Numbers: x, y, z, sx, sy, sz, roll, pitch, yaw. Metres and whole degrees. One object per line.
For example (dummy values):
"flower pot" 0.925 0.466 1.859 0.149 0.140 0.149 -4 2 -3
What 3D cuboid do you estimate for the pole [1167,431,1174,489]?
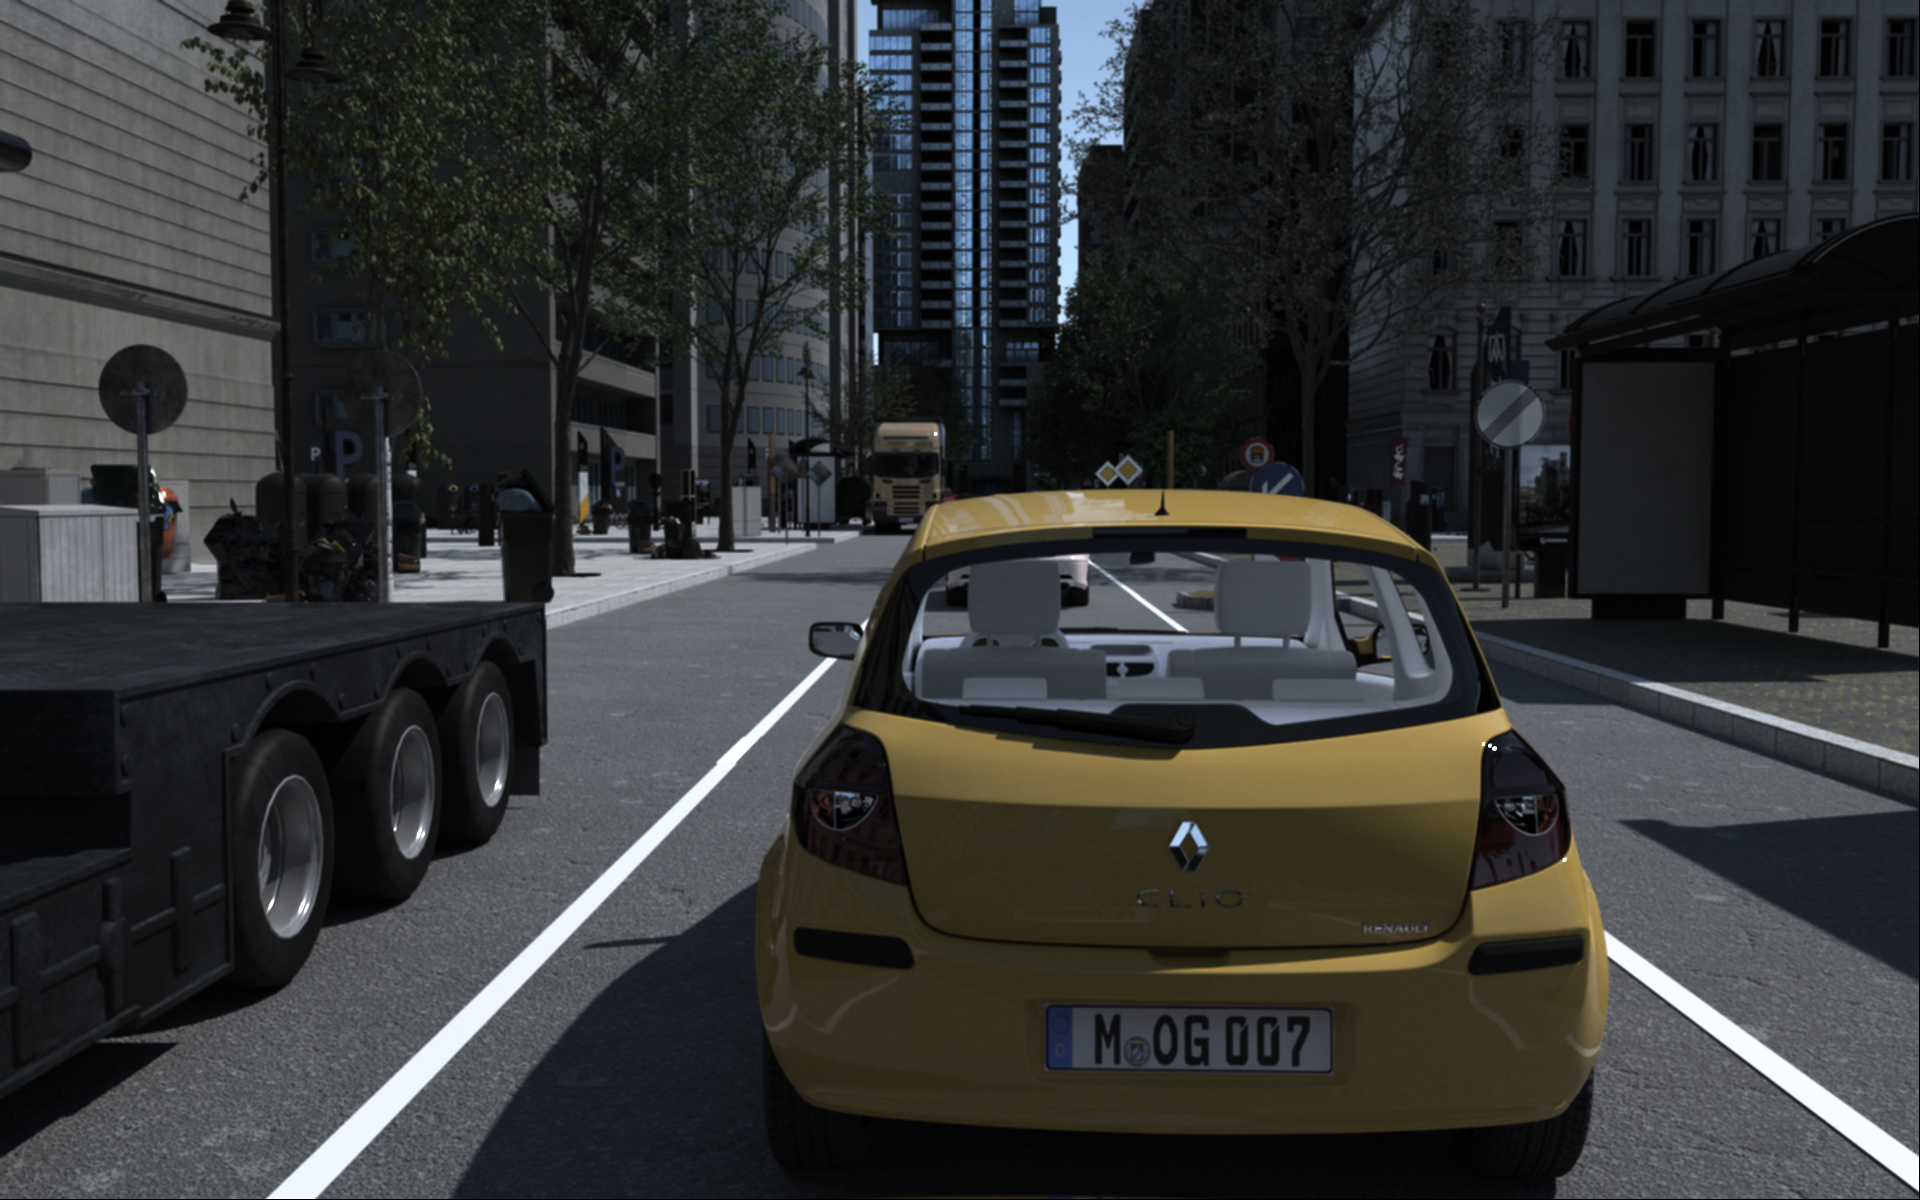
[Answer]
"pole" 6.784 -3.794 55.875 0.158 3.312 0.155 0 3 0

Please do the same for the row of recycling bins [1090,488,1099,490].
"row of recycling bins" 9.470 -6.605 115.100 1.069 1.692 3.534 2 4 27

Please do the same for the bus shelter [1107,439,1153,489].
"bus shelter" 7.613 -5.251 77.137 1.731 3.624 6.357 0 4 1

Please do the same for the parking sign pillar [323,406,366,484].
"parking sign pillar" -19.099 -3.995 53.796 1.447 3.967 1.447 2 4 28

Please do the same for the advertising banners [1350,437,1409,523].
"advertising banners" 12.870 -3.525 53.818 2.074 3.025 0.090 1 4 22

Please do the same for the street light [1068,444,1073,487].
"street light" 8.079 -9.400 126.473 0.468 5.910 1.993 0 4 1

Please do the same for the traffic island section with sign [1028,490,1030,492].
"traffic island section with sign" 7.246 -10.545 181.045 1.989 1.847 2.006 0 4 1

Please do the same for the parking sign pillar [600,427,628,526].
"parking sign pillar" -14.083 -5.014 70.443 1.447 3.967 1.447 1 4 21

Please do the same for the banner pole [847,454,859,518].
"banner pole" -5.792 -6.391 94.516 0.863 3.779 0.401 -1 4 -12

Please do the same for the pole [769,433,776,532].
"pole" -6.307 -3.936 58.201 0.158 3.312 0.155 0 3 0

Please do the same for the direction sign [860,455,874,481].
"direction sign" -5.440 -6.707 101.657 0.876 3.537 0.379 1 4 19

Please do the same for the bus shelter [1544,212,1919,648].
"bus shelter" 6.999 -1.302 15.207 2.014 3.302 5.546 0 4 1

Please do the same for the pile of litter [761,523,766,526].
"pile of litter" -8.575 -3.444 70.272 1.176 0.858 1.719 -2 4 -32

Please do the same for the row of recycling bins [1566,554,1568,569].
"row of recycling bins" 11.303 -1.311 28.547 1.069 1.692 3.534 -1 4 -23

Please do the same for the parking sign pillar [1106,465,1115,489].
"parking sign pillar" 8.970 -6.960 102.269 1.447 3.967 1.447 1 4 11

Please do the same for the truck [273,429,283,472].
"truck" -23.134 -3.200 48.240 9.791 3.379 3.469 0 4 0

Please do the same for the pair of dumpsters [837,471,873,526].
"pair of dumpsters" -4.353 -4.261 72.156 1.574 2.255 4.437 0 4 1

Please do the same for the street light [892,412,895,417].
"street light" -3.711 -7.595 96.968 0.468 5.910 1.993 0 4 1

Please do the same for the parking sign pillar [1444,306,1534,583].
"parking sign pillar" 7.946 -2.272 25.617 1.447 3.967 1.447 0 4 -2

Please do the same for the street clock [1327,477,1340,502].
"street clock" 15.688 -4.176 72.840 0.471 2.002 0.358 2 4 33

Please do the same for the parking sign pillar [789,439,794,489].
"parking sign pillar" -7.718 -5.890 84.766 1.447 3.967 1.447 0 4 -4

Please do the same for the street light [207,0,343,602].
"street light" -5.487 -2.525 14.072 0.468 5.910 1.993 0 4 1

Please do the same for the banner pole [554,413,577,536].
"banner pole" -12.146 -3.864 53.195 0.401 3.779 0.863 2 4 33

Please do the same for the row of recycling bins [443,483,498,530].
"row of recycling bins" -17.203 -3.420 63.032 3.534 1.692 1.069 -1 4 -11

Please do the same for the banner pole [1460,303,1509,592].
"banner pole" 6.901 -1.995 22.632 0.401 3.779 0.863 -1 4 -15

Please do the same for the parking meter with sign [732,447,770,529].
"parking meter with sign" -7.761 -4.116 63.552 1.738 3.016 0.543 -2 4 -32

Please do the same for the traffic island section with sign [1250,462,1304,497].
"traffic island section with sign" 3.804 -0.822 22.064 1.989 1.847 2.006 0 4 1

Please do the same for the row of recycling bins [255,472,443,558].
"row of recycling bins" -11.859 -1.612 33.472 1.069 1.692 3.534 2 4 35

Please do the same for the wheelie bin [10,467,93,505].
"wheelie bin" -11.179 -0.797 20.945 0.693 1.594 0.980 1 4 15

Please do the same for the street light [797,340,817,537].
"street light" -4.599 -4.855 52.162 0.468 5.910 1.993 0 4 1

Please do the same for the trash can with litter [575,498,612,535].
"trash can with litter" -11.536 -2.641 54.562 1.055 1.170 0.624 -2 4 -32

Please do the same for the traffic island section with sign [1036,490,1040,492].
"traffic island section with sign" 5.566 -5.806 103.555 1.989 1.847 2.006 0 4 1

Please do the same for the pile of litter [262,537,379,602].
"pile of litter" -6.589 -0.225 17.643 1.719 0.858 1.176 -2 4 -25

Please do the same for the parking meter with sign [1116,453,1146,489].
"parking meter with sign" 7.460 -4.684 72.849 1.738 3.016 0.543 3 4 37

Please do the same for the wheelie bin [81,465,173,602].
"wheelie bin" -9.038 -0.658 18.671 0.693 1.594 0.980 3 5 44

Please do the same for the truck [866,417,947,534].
"truck" -1.850 -4.662 65.142 2.839 4.237 11.283 0 4 0

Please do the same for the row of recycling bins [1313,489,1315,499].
"row of recycling bins" 11.448 -3.440 63.362 3.534 1.692 1.069 -2 4 -23

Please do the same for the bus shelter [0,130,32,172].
"bus shelter" -6.583 -1.721 5.766 2.179 5.291 8.768 0 4 1

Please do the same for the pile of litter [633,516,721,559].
"pile of litter" -5.638 -1.255 34.489 1.719 0.858 1.176 2 4 26

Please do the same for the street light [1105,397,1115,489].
"street light" 7.091 -6.695 82.251 0.468 5.910 1.993 0 4 1

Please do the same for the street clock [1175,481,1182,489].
"street clock" 9.485 -4.321 75.211 0.471 2.002 0.358 -1 4 -20

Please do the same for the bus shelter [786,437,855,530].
"bus shelter" -5.124 -4.304 64.289 2.014 3.302 5.546 0 4 1

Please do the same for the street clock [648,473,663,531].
"street clock" -10.623 -3.420 60.490 0.471 2.002 0.358 0 4 -1

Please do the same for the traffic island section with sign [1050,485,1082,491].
"traffic island section with sign" 4.973 -4.158 76.607 1.989 1.847 2.006 0 4 1

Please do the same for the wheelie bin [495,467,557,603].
"wheelie bin" -5.155 -0.773 20.539 0.693 1.594 0.980 -1 4 -18

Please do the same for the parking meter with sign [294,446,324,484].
"parking meter with sign" -23.805 -4.064 62.715 0.543 3.016 1.738 1 4 16
